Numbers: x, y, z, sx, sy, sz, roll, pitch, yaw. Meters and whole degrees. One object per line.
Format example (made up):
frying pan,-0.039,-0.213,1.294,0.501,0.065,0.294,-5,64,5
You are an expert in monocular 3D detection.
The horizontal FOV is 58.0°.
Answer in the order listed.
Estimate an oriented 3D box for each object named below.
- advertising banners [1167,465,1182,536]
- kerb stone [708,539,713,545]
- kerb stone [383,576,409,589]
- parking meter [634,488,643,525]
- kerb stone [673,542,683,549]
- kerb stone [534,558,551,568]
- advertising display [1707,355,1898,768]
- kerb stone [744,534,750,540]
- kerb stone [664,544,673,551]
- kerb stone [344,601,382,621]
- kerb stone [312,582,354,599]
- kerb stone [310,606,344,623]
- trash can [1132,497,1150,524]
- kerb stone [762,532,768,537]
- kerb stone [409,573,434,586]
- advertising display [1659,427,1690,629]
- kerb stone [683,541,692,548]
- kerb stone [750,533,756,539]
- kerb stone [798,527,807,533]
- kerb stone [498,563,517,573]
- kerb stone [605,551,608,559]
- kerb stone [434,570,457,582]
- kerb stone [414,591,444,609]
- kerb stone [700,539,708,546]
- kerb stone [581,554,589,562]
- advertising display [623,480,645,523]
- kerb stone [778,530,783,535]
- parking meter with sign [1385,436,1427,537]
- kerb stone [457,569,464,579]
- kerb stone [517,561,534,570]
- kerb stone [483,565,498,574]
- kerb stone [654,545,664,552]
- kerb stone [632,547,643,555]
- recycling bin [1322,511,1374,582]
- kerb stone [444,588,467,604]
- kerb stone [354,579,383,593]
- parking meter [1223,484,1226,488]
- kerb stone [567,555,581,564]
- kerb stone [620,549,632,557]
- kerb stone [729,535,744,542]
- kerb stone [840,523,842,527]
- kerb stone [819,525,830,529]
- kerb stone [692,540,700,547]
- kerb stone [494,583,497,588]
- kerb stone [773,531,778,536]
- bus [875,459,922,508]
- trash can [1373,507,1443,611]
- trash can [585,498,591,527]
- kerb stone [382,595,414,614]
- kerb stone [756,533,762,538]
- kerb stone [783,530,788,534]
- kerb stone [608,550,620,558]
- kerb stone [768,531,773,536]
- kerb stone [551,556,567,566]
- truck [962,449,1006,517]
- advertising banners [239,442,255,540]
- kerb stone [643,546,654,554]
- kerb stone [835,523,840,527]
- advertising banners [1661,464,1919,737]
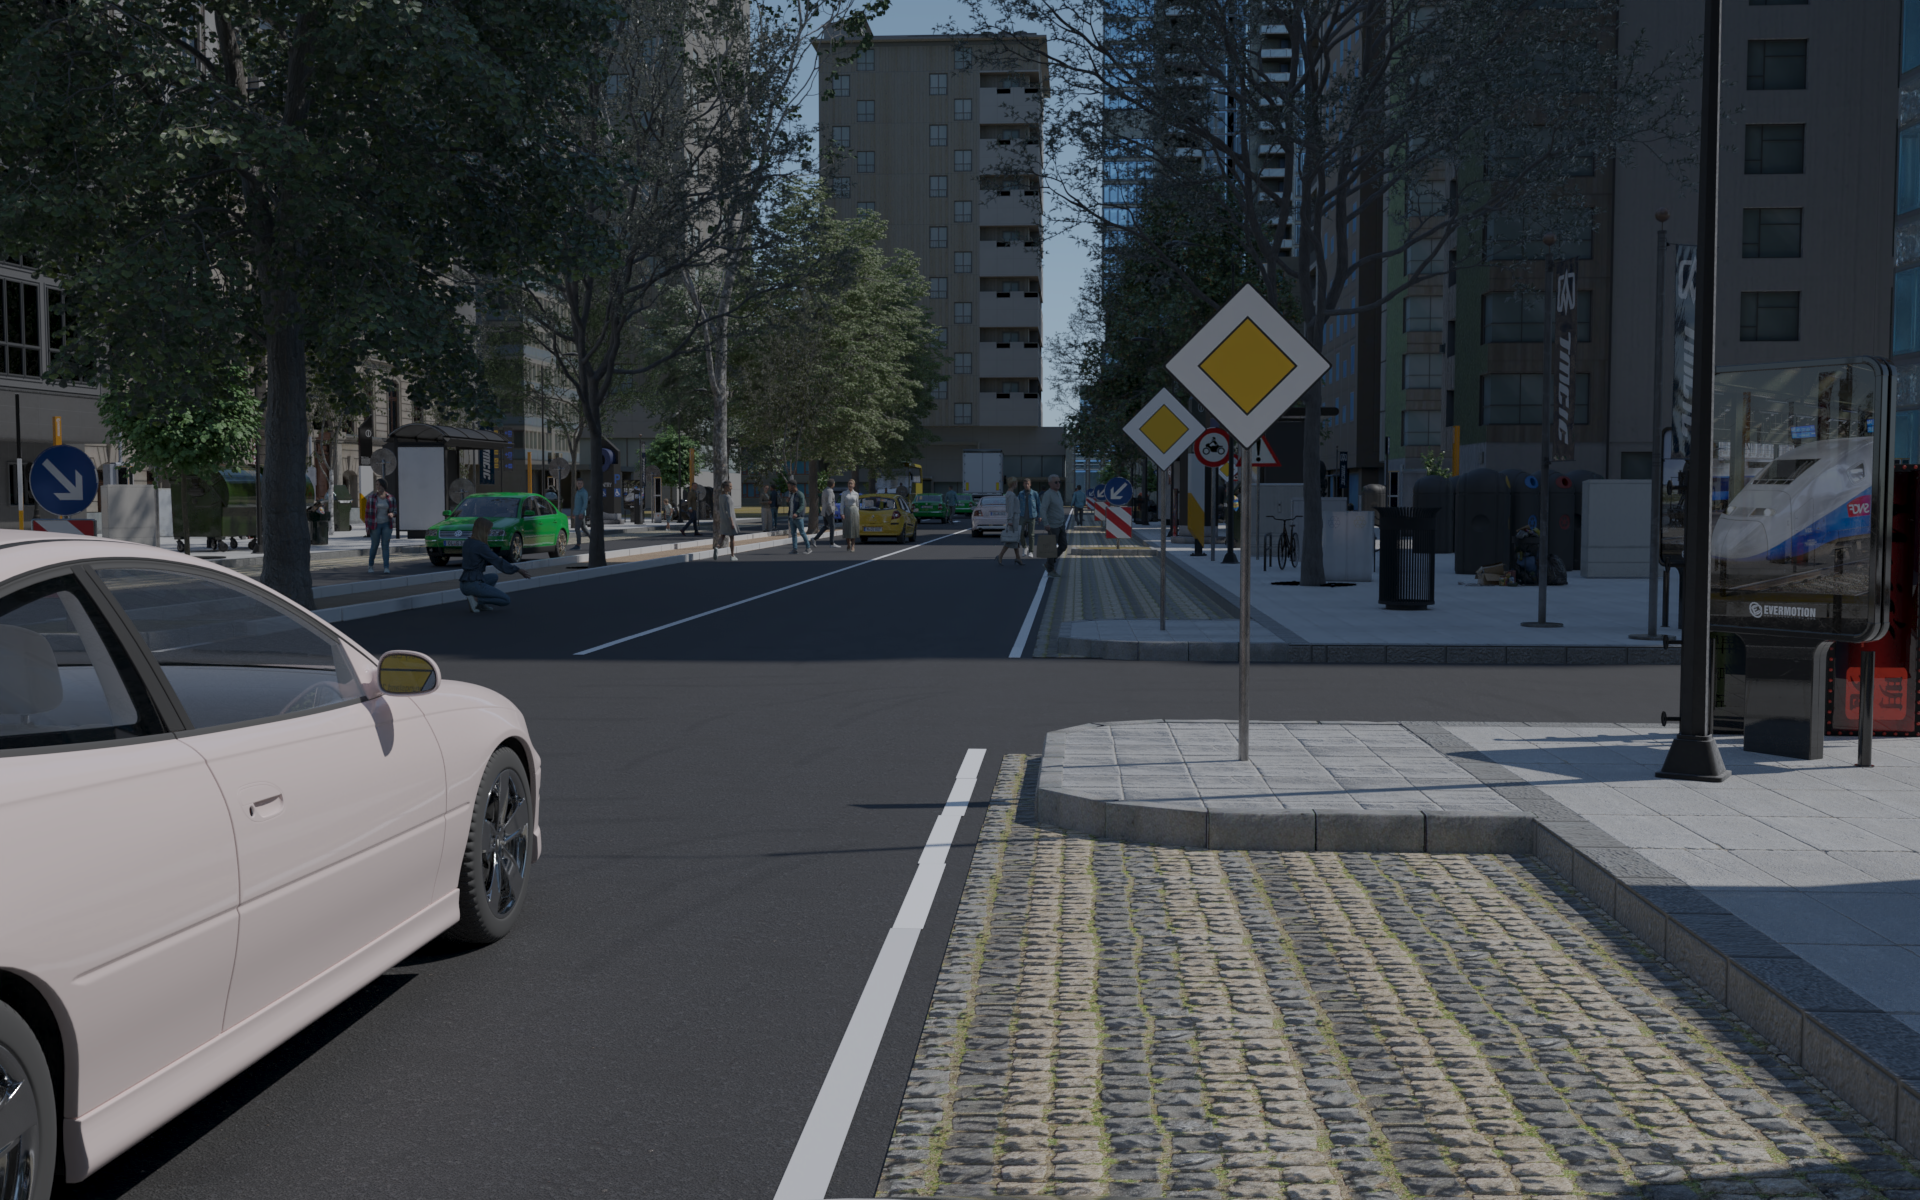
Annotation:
advertising banners,6.110,-3.233,49.046,0.090,3.025,2.074,0,4,-6
kerb stone,-7.128,-1.626,48.846,0.120,0.150,1.000,0,4,4
kerb stone,-8.665,-0.248,26.333,0.120,0.150,1.000,0,4,4
parking meter,-13.568,-3.955,73.075,0.372,1.533,0.369,0,3,0
kerb stone,-7.405,-1.380,44.750,0.120,0.150,1.000,0,4,4
kerb stone,-8.172,-0.691,33.500,0.120,0.150,1.000,0,4,4
advertising display,4.047,-0.199,8.463,0.123,1.923,0.974,-2,4,-30
kerb stone,-6.780,-1.942,53.949,0.120,0.150,1.000,0,4,4
kerb stone,-7.475,-1.315,43.728,0.120,0.150,1.000,0,4,4
kerb stone,-6.977,0.133,20.024,0.120,0.150,1.000,0,4,4
kerb stone,-8.798,-0.128,24.288,0.120,0.150,1.000,0,4,4
kerb stone,-7.059,0.195,19.004,0.120,0.150,1.000,0,4,4
trash can,7.637,-3.764,73.202,0.748,1.137,0.748,0,3,0
kerb stone,-6.564,-2.130,57.013,0.120,0.150,1.000,0,4,4
kerb stone,-8.589,-0.316,27.354,0.120,0.150,1.000,0,4,4
advertising display,6.932,-0.676,16.260,0.123,1.923,0.974,-1,4,-17
kerb stone,-7.332,-1.438,45.775,0.120,0.150,1.000,0,4,4
kerb stone,-6.705,-2.004,54.968,0.120,0.150,1.000,0,4,4
kerb stone,-6.010,-2.629,65.187,0.120,0.150,1.000,0,4,4
kerb stone,-8.311,-0.566,31.455,0.120,0.150,1.000,0,4,4
kerb stone,-7.900,-0.942,37.598,0.120,0.150,1.000,0,4,4
kerb stone,-8.523,-0.378,28.381,0.120,0.150,1.000,0,4,4
kerb stone,-6.846,0.008,22.071,0.120,0.150,1.000,0,4,4
kerb stone,-7.195,-1.567,47.825,0.120,0.150,1.000,0,4,4
kerb stone,-7.964,-0.879,36.571,0.120,0.150,1.000,0,4,4
advertising display,-14.630,-4.439,77.798,0.974,1.923,0.123,0,4,2
kerb stone,-6.360,-2.315,60.083,0.120,0.150,1.000,0,4,4
parking meter with sign,13.717,-3.423,52.227,1.738,3.016,0.543,1,4,18
kerb stone,-8.447,-0.441,29.405,0.120,0.150,1.000,0,4,4
kerb stone,-8.248,-0.620,32.476,0.120,0.150,1.000,0,4,4
kerb stone,-8.381,-0.504,30.429,0.120,0.150,1.000,0,4,4
kerb stone,-7.547,-1.255,42.707,0.120,0.150,1.000,0,4,4
kerb stone,-7.679,-1.129,40.657,0.120,0.150,1.000,0,4,4
recycling bin,5.748,-0.801,25.647,0.722,1.027,0.722,1,4,16
kerb stone,-6.774,-0.055,23.096,0.120,0.150,1.000,0,4,4
kerb stone,-8.729,-0.191,25.311,0.120,0.150,1.000,0,4,4
parking meter,13.450,-4.983,87.181,0.399,1.863,0.255,2,4,35
kerb stone,-8.036,-0.816,35.548,0.120,0.150,1.000,0,4,4
kerb stone,-7.756,-1.067,39.637,0.120,0.150,1.000,0,4,4
kerb stone,-6.847,-1.880,52.929,0.120,0.150,1.000,0,4,4
kerb stone,-5.310,-3.253,75.414,0.120,0.150,1.000,0,4,4
kerb stone,-5.590,-3.003,71.316,0.120,0.150,1.000,0,4,4
kerb stone,-7.271,-1.499,46.806,0.120,0.150,1.000,0,4,4
kerb stone,-6.712,-0.116,24.116,0.120,0.150,1.000,0,4,4
kerb stone,-6.422,-2.255,59.062,0.120,0.150,1.000,0,4,4
bus,-4.288,-7.876,120.318,2.896,3.916,12.252,0,4,3
trash can,4.974,-0.466,19.265,0.748,1.137,0.748,0,3,0
trash can,-14.239,-3.395,67.167,0.748,1.137,0.748,0,3,0
kerb stone,-6.918,0.074,21.051,0.120,0.150,1.000,0,4,4
kerb stone,-6.636,-2.067,55.988,0.120,0.150,1.000,0,4,4
kerb stone,-6.290,-2.378,61.103,0.120,0.150,1.000,0,4,4
kerb stone,-7.820,-1.004,38.617,0.120,0.150,1.000,0,4,4
kerb stone,-6.496,-2.192,58.034,0.120,0.150,1.000,0,4,4
kerb stone,-8.096,-0.754,34.528,0.120,0.150,1.000,0,4,4
truck,1.591,-7.631,113.686,2.839,4.237,11.283,0,4,2
advertising banners,-20.282,-3.253,49.381,0.090,3.025,2.074,-1,4,-8
kerb stone,-7.608,-1.191,41.686,0.120,0.150,1.000,0,4,4
kerb stone,-5.377,-3.193,74.394,0.120,0.150,1.000,0,4,4
advertising banners,4.798,-0.789,9.085,2.074,3.025,0.090,0,4,6
